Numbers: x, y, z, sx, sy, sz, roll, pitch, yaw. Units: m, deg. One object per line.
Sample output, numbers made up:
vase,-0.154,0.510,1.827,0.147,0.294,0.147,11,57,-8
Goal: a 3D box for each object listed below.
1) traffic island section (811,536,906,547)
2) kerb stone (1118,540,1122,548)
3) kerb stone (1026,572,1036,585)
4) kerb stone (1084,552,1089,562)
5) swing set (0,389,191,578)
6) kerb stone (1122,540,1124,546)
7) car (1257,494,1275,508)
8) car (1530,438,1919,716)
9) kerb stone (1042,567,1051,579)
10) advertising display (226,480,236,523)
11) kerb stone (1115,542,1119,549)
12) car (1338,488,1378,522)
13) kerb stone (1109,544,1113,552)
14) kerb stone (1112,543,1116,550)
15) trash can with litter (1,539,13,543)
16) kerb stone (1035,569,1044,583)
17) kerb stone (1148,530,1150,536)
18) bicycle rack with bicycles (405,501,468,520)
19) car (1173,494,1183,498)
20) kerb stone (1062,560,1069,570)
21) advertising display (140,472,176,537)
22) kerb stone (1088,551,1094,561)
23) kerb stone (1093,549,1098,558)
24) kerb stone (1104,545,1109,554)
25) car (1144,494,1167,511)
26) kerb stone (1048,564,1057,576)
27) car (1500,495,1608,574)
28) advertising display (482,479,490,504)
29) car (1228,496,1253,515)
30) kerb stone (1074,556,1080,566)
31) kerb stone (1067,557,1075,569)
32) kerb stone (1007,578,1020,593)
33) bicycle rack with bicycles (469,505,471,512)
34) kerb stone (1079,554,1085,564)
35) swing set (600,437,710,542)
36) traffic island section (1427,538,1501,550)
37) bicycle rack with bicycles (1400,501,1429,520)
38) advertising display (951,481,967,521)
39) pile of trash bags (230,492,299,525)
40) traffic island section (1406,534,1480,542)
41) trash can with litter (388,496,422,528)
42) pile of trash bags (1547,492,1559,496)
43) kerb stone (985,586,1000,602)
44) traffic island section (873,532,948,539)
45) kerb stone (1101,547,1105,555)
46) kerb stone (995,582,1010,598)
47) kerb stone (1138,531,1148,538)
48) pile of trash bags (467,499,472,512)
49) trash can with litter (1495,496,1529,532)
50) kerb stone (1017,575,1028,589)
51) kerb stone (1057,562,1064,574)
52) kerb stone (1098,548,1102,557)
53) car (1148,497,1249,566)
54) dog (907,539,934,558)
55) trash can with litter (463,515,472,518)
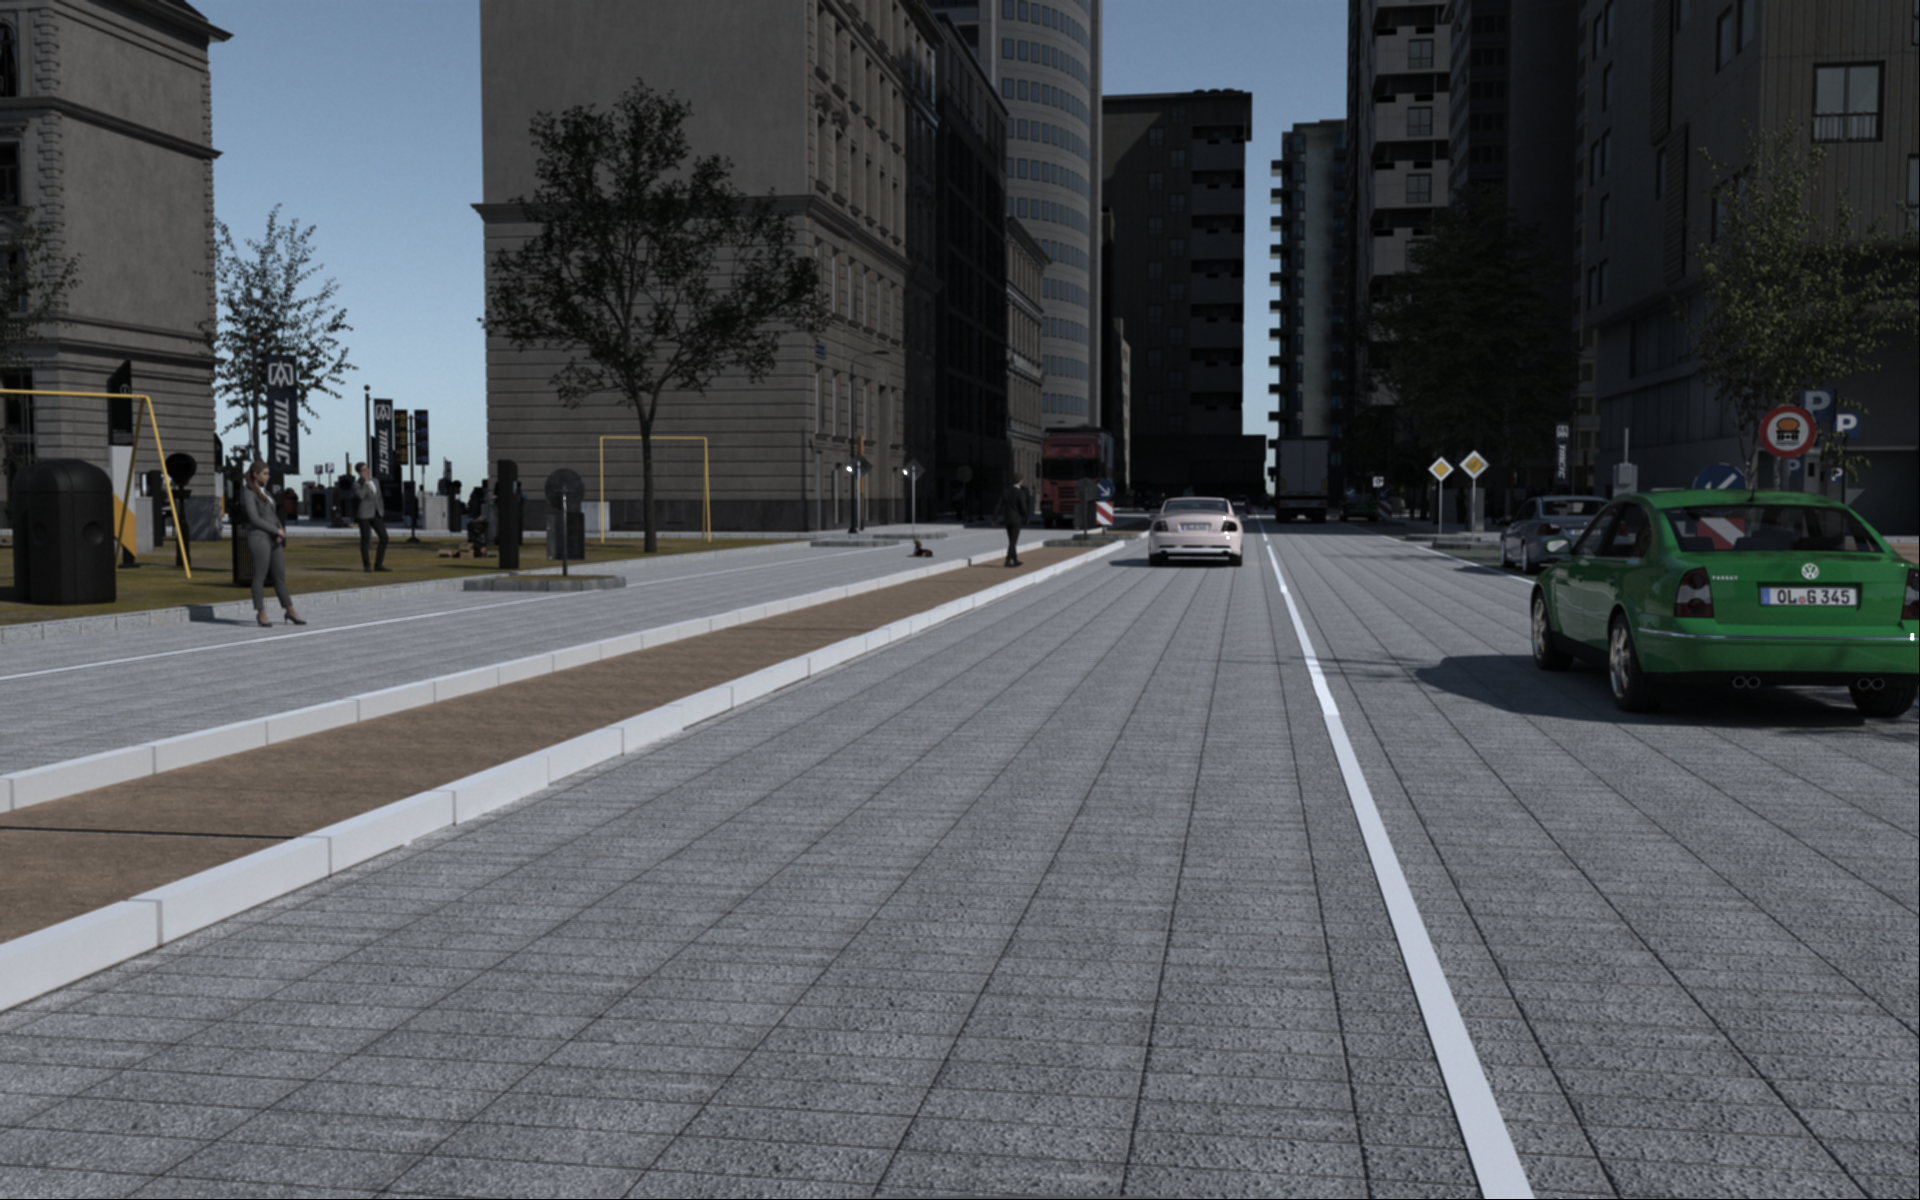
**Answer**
traffic island section,-2.860,-1.595,48.356,2.009,0.180,2.903,1,4,9
kerb stone,4.073,-1.419,45.389,0.120,0.150,1.000,1,4,9
kerb stone,1.037,-0.306,27.192,0.120,0.150,1.000,1,4,9
kerb stone,2.551,-0.856,36.290,0.120,0.150,1.000,1,4,9
swing set,-13.905,-1.755,26.322,2.862,2.851,3.119,3,5,42
kerb stone,4.249,-1.480,46.399,0.120,0.150,1.000,1,4,9
car,32.979,-10.642,185.795,2.131,1.459,4.920,0,4,8
car,5.400,-0.234,12.622,1.959,1.807,4.718,0,4,7
kerb stone,1.376,-0.424,29.211,0.120,0.150,1.000,1,4,9
advertising display,-32.389,-4.390,76.987,0.123,1.923,0.974,-3,4,-37
kerb stone,3.901,-1.356,44.373,0.120,0.150,1.000,1,4,9
car,20.748,-4.979,90.200,1.959,1.807,4.718,1,4,9
kerb stone,3.571,-1.233,42.352,0.120,0.150,1.000,1,4,9
kerb stone,3.740,-1.295,43.364,0.120,0.150,1.000,1,4,9
trash can with litter,-24.976,-2.133,45.931,2.233,1.210,1.678,-2,4,-30
kerb stone,1.211,-0.366,28.199,0.120,0.150,1.000,1,4,9
kerb stone,6.193,-2.195,58.084,0.120,0.150,1.000,1,4,9
bicycle rack with bicycles,-26.642,-4.510,87.119,2.852,0.926,2.925,0,4,-5
car,25.191,-11.250,195.742,2.131,1.459,4.920,1,4,10
kerb stone,1.878,-0.612,32.249,0.120,0.150,1.000,1,4,9
advertising display,-24.002,-2.852,51.843,0.974,1.923,0.123,-3,5,-43
kerb stone,2.731,-0.924,37.302,0.120,0.150,1.000,1,4,9
kerb stone,2.889,-0.986,38.312,0.120,0.150,1.000,1,4,9
kerb stone,3.401,-1.171,41.343,0.120,0.150,1.000,1,4,9
car,17.138,-8.691,151.889,2.009,1.686,4.222,1,4,10
kerb stone,1.537,-0.491,30.220,0.120,0.150,1.000,1,4,9
car,11.078,-1.213,31.833,2.014,1.417,4.499,1,4,10
advertising display,-20.315,-4.257,74.816,0.974,1.923,0.123,3,5,42
car,19.085,-6.493,118.740,1.945,1.354,3.894,1,4,9
kerb stone,2.217,-0.738,34.265,0.120,0.150,1.000,1,4,9
kerb stone,2.050,-0.677,33.257,0.120,0.150,1.000,1,4,9
kerb stone,0.703,-0.182,25.170,0.120,0.150,1.000,1,4,9
bicycle rack with bicycles,-33.145,-6.038,112.098,2.925,0.926,2.852,-1,4,-16
kerb stone,2.387,-0.796,35.273,0.120,0.150,1.000,1,4,9
swing set,-8.283,-3.056,47.584,3.119,2.851,2.862,-1,4,-12
traffic island section,13.554,-1.428,45.623,2.009,0.180,2.903,1,4,9
bicycle rack with bicycles,23.096,-4.445,86.054,2.852,0.926,2.925,0,4,-2
advertising display,-0.039,-4.804,83.766,0.123,1.923,0.974,-3,5,-45
pile of trash bags,-29.242,-3.886,73.294,3.447,1.369,1.912,2,4,30
traffic island section,14.868,-1.909,53.500,2.009,0.180,2.903,1,4,9
trash can with litter,-20.632,-3.320,65.338,1.678,1.210,2.233,-1,4,-22
pile of trash bags,29.365,-4.652,85.811,3.447,1.369,1.912,1,4,10
kerb stone,0.365,-0.054,23.151,0.120,0.150,1.000,1,4,9
traffic island section,-1.546,-2.077,56.233,2.009,0.180,2.903,1,4,9
kerb stone,3.228,-1.106,40.336,0.120,0.150,1.000,1,4,9
kerb stone,0.534,-0.120,24.162,0.120,0.150,1.000,1,4,9
kerb stone,6.026,-2.133,57.073,0.120,0.150,1.000,1,4,9
pile of trash bags,-31.994,-6.602,117.696,3.447,1.369,1.912,2,4,33
trash can with litter,19.384,-2.929,58.942,1.678,1.210,2.233,-3,5,-42
kerb stone,0.868,-0.244,26.178,0.120,0.150,1.000,1,4,9
kerb stone,1.714,-0.553,31.230,0.120,0.150,1.000,1,4,9
kerb stone,3.068,-1.048,39.326,0.120,0.150,1.000,1,4,9
car,4.903,-1.431,35.755,2.083,1.381,4.827,1,4,9
dog,-0.890,-1.175,39.406,0.550,0.427,0.748,-1,4,-12
trash can with litter,-26.279,-5.080,94.115,1.678,1.210,2.233,-3,5,-41
